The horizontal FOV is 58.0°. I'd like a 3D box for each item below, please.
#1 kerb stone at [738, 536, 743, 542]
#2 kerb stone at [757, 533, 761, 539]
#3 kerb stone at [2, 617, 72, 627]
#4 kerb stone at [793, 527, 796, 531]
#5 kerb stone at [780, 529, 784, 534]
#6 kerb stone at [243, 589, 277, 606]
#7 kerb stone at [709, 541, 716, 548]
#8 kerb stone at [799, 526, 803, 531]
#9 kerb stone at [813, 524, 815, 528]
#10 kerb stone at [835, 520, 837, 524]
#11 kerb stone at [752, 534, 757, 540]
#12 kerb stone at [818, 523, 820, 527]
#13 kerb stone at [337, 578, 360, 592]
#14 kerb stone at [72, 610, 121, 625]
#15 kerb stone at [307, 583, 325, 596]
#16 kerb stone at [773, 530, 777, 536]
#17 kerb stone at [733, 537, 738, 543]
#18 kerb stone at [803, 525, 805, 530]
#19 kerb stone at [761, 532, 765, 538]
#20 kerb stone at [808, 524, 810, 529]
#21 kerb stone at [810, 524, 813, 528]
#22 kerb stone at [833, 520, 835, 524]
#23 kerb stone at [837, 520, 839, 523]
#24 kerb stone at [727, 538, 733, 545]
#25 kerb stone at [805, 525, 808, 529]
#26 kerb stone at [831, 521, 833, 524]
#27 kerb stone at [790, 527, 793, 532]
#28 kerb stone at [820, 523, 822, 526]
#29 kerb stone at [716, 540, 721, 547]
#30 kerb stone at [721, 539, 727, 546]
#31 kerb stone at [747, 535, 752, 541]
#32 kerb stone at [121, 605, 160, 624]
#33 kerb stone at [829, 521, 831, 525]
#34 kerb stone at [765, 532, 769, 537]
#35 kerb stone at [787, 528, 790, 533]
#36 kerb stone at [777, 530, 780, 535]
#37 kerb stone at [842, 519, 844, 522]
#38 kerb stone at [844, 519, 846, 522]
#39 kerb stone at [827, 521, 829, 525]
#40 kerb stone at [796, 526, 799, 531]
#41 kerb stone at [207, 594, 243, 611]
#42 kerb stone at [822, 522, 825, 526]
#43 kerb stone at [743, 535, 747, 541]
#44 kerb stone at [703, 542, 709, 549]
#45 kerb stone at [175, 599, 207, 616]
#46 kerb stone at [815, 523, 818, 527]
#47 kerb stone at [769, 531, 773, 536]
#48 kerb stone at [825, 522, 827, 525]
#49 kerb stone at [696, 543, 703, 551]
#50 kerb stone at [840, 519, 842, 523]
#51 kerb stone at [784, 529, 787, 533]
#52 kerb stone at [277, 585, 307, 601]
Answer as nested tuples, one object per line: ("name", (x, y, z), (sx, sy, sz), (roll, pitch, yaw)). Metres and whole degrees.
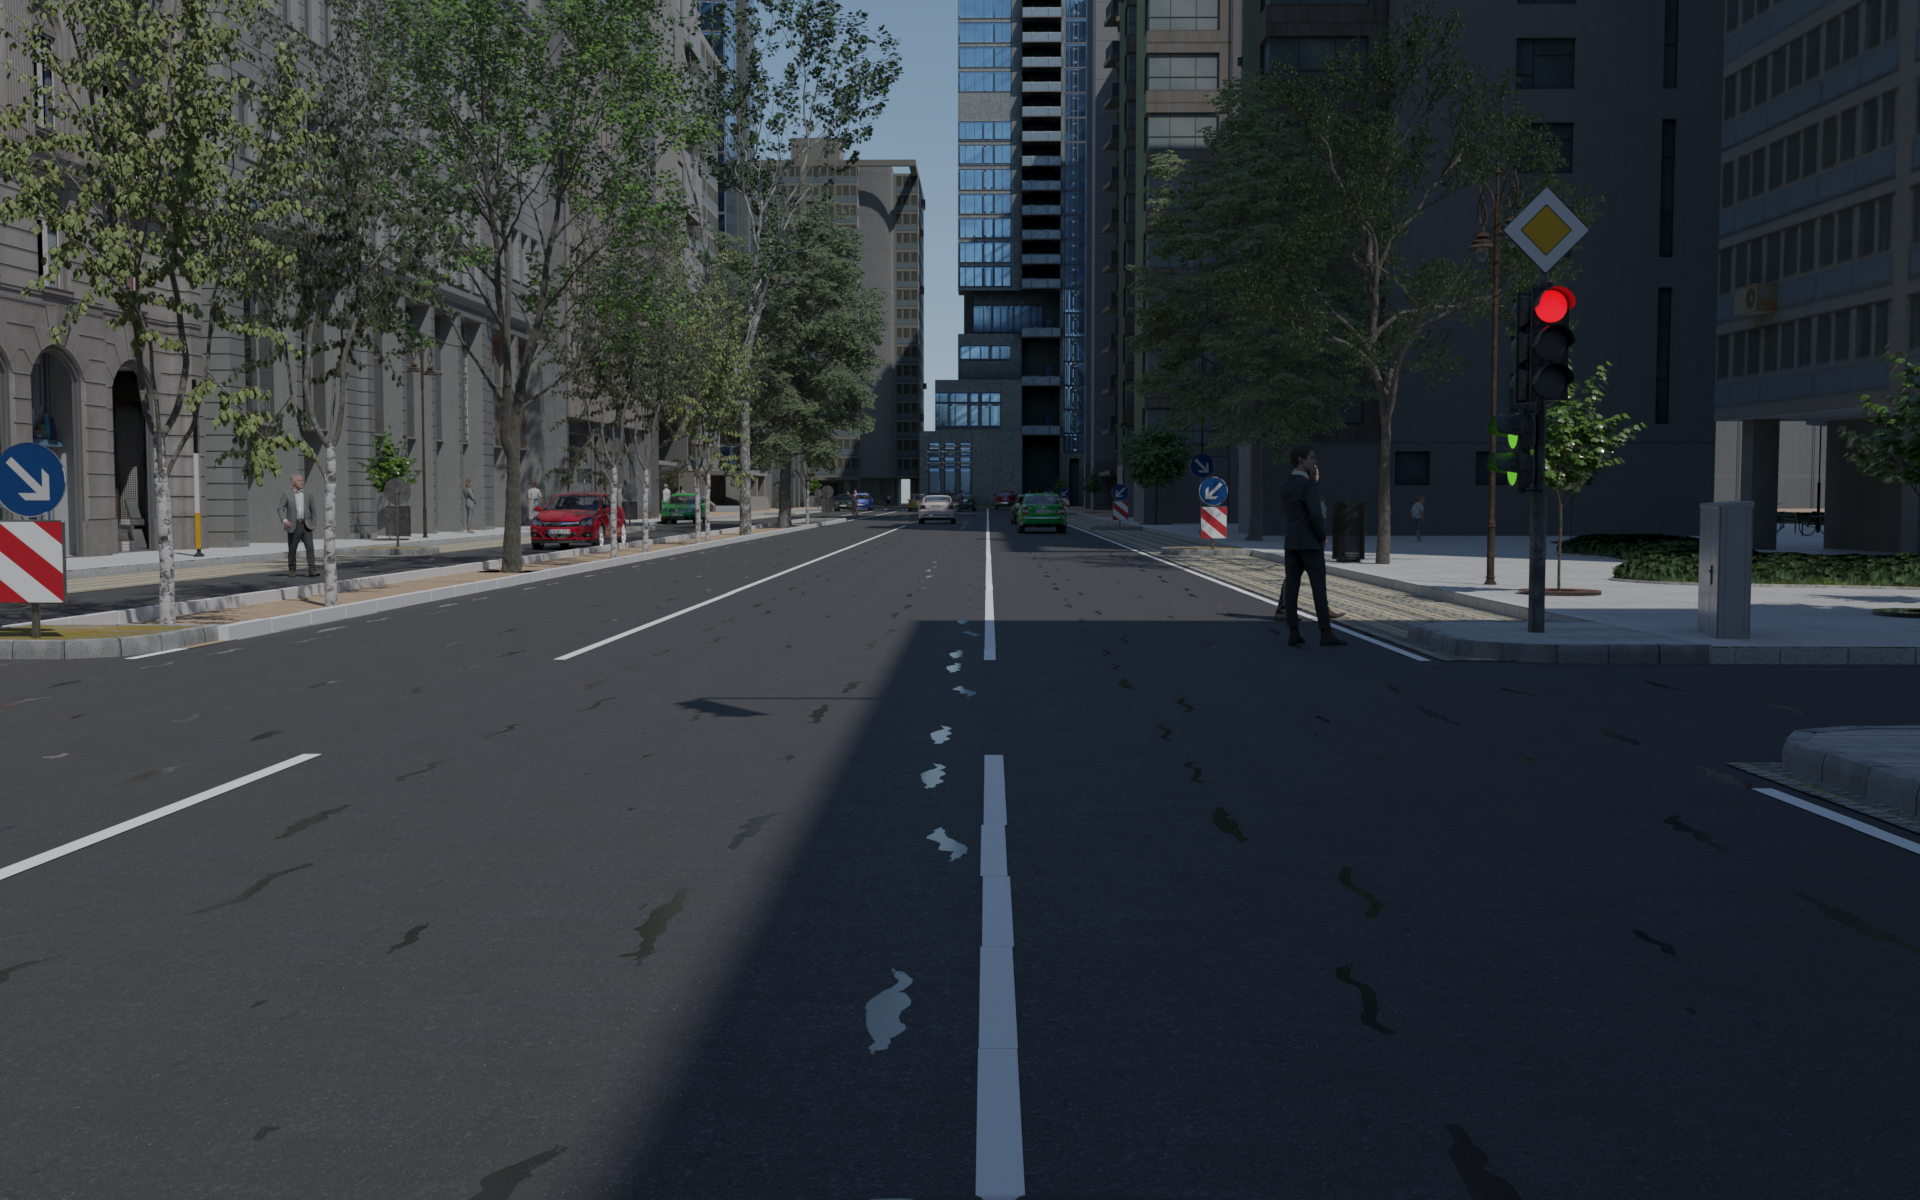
("kerb stone", (-6.631, -1.773, 51.196), (0.120, 0.150, 1.000), (0, 4, 1))
("kerb stone", (-6.564, -2.015, 55.297), (0.120, 0.150, 1.000), (0, 4, 1))
("kerb stone", (-9.261, 0.295, 17.369), (0.120, 0.150, 1.000), (0, 4, 1))
("kerb stone", (-6.400, -2.649, 65.553), (0.120, 0.150, 1.000), (0, 4, 1))
("kerb stone", (-6.467, -2.394, 61.445), (0.120, 0.150, 1.000), (0, 4, 1))
("kerb stone", (-9.177, -0.019, 22.502), (0.120, 0.150, 1.000), (0, 4, 1))
("kerb stone", (-6.707, -1.460, 46.072), (0.120, 0.150, 1.000), (0, 4, 1))
("kerb stone", (-6.360, -2.773, 67.605), (0.120, 0.150, 1.000), (0, 4, 1))
("kerb stone", (-6.288, -3.091, 72.733), (0.120, 0.150, 1.000), (0, 4, 1))
("kerb stone", (-6.127, -3.708, 82.960), (0.120, 0.150, 1.000), (0, 4, 1))
("kerb stone", (-6.582, -1.959, 54.274), (0.120, 0.150, 1.000), (0, 4, 1))
("kerb stone", (-6.255, -3.216, 74.778), (0.120, 0.150, 1.000), (0, 4, 1))
("kerb stone", (-9.136, -0.204, 25.580), (0.120, 0.150, 1.000), (0, 4, 1))
("kerb stone", (-9.243, 0.233, 18.391), (0.120, 0.150, 1.000), (0, 4, 1))
("kerb stone", (-9.156, -0.144, 24.550), (0.120, 0.150, 1.000), (0, 4, 1))
("kerb stone", (-6.497, -2.275, 59.396), (0.120, 0.150, 1.000), (0, 4, 1))
("kerb stone", (-6.649, -1.711, 50.174), (0.120, 0.150, 1.000), (0, 4, 1))
("kerb stone", (-6.348, -2.840, 68.628), (0.120, 0.150, 1.000), (0, 4, 1))
("kerb stone", (-6.547, -2.086, 56.325), (0.120, 0.150, 1.000), (0, 4, 1))
("kerb stone", (-6.319, -2.962, 70.689), (0.120, 0.150, 1.000), (0, 4, 1))
("kerb stone", (-6.302, -3.029, 71.711), (0.120, 0.150, 1.000), (0, 4, 1))
("kerb stone", (-6.137, -3.654, 81.938), (0.120, 0.150, 1.000), (0, 4, 1))
("kerb stone", (-6.111, -3.773, 83.982), (0.120, 0.150, 1.000), (0, 4, 1))
("kerb stone", (-6.658, -1.641, 49.149), (0.120, 0.150, 1.000), (0, 4, 1))
("kerb stone", (-6.330, -2.903, 69.657), (0.120, 0.150, 1.000), (0, 4, 1))
("kerb stone", (-6.157, -3.591, 80.916), (0.120, 0.150, 1.000), (0, 4, 1))
("kerb stone", (-6.415, -2.583, 64.528), (0.120, 0.150, 1.000), (0, 4, 1))
("kerb stone", (-6.240, -3.278, 75.800), (0.120, 0.150, 1.000), (0, 4, 1))
("kerb stone", (-6.699, -1.523, 47.097), (0.120, 0.150, 1.000), (0, 4, 1))
("kerb stone", (-6.678, -1.581, 48.124), (0.120, 0.150, 1.000), (0, 4, 1))
("kerb stone", (-6.592, -1.898, 53.250), (0.120, 0.150, 1.000), (0, 4, 1))
("kerb stone", (-9.231, 0.169, 19.428), (0.120, 0.150, 1.000), (0, 4, 1))
("kerb stone", (-6.172, -3.529, 79.893), (0.120, 0.150, 1.000), (0, 4, 1))
("kerb stone", (-6.526, -2.150, 57.347), (0.120, 0.150, 1.000), (0, 4, 1))
("kerb stone", (-6.434, -2.527, 63.506), (0.120, 0.150, 1.000), (0, 4, 1))
("kerb stone", (-6.486, -2.338, 60.419), (0.120, 0.150, 1.000), (0, 4, 1))
("kerb stone", (-6.060, -3.964, 87.054), (0.120, 0.150, 1.000), (0, 4, 1))
("kerb stone", (-6.042, -4.029, 88.084), (0.120, 0.150, 1.000), (0, 4, 1))
("kerb stone", (-6.193, -3.466, 78.871), (0.120, 0.150, 1.000), (0, 4, 1))
("kerb stone", (-6.393, -2.711, 66.582), (0.120, 0.150, 1.000), (0, 4, 1))
("kerb stone", (-9.197, 0.046, 21.480), (0.120, 0.150, 1.000), (0, 4, 1))
("kerb stone", (-6.227, -3.339, 76.822), (0.120, 0.150, 1.000), (0, 4, 1))
("kerb stone", (-6.616, -1.836, 52.218), (0.120, 0.150, 1.000), (0, 4, 1))
("kerb stone", (-6.725, -1.398, 45.047), (0.120, 0.150, 1.000), (0, 4, 1))
("kerb stone", (-9.215, 0.106, 20.458), (0.120, 0.150, 1.000), (0, 4, 1))
("kerb stone", (-6.268, -3.153, 73.755), (0.120, 0.150, 1.000), (0, 4, 1))
("kerb stone", (-6.515, -2.213, 58.374), (0.120, 0.150, 1.000), (0, 4, 1))
("kerb stone", (-6.209, -3.397, 77.847), (0.120, 0.150, 1.000), (0, 4, 1))
("kerb stone", (-6.737, -1.335, 44.025), (0.120, 0.150, 1.000), (0, 4, 1))
("kerb stone", (-6.075, -3.904, 86.031), (0.120, 0.150, 1.000), (0, 4, 1))
("kerb stone", (-6.452, -2.462, 62.484), (0.120, 0.150, 1.000), (0, 4, 1))
("kerb stone", (-9.167, -0.080, 23.525), (0.120, 0.150, 1.000), (0, 4, 1))
